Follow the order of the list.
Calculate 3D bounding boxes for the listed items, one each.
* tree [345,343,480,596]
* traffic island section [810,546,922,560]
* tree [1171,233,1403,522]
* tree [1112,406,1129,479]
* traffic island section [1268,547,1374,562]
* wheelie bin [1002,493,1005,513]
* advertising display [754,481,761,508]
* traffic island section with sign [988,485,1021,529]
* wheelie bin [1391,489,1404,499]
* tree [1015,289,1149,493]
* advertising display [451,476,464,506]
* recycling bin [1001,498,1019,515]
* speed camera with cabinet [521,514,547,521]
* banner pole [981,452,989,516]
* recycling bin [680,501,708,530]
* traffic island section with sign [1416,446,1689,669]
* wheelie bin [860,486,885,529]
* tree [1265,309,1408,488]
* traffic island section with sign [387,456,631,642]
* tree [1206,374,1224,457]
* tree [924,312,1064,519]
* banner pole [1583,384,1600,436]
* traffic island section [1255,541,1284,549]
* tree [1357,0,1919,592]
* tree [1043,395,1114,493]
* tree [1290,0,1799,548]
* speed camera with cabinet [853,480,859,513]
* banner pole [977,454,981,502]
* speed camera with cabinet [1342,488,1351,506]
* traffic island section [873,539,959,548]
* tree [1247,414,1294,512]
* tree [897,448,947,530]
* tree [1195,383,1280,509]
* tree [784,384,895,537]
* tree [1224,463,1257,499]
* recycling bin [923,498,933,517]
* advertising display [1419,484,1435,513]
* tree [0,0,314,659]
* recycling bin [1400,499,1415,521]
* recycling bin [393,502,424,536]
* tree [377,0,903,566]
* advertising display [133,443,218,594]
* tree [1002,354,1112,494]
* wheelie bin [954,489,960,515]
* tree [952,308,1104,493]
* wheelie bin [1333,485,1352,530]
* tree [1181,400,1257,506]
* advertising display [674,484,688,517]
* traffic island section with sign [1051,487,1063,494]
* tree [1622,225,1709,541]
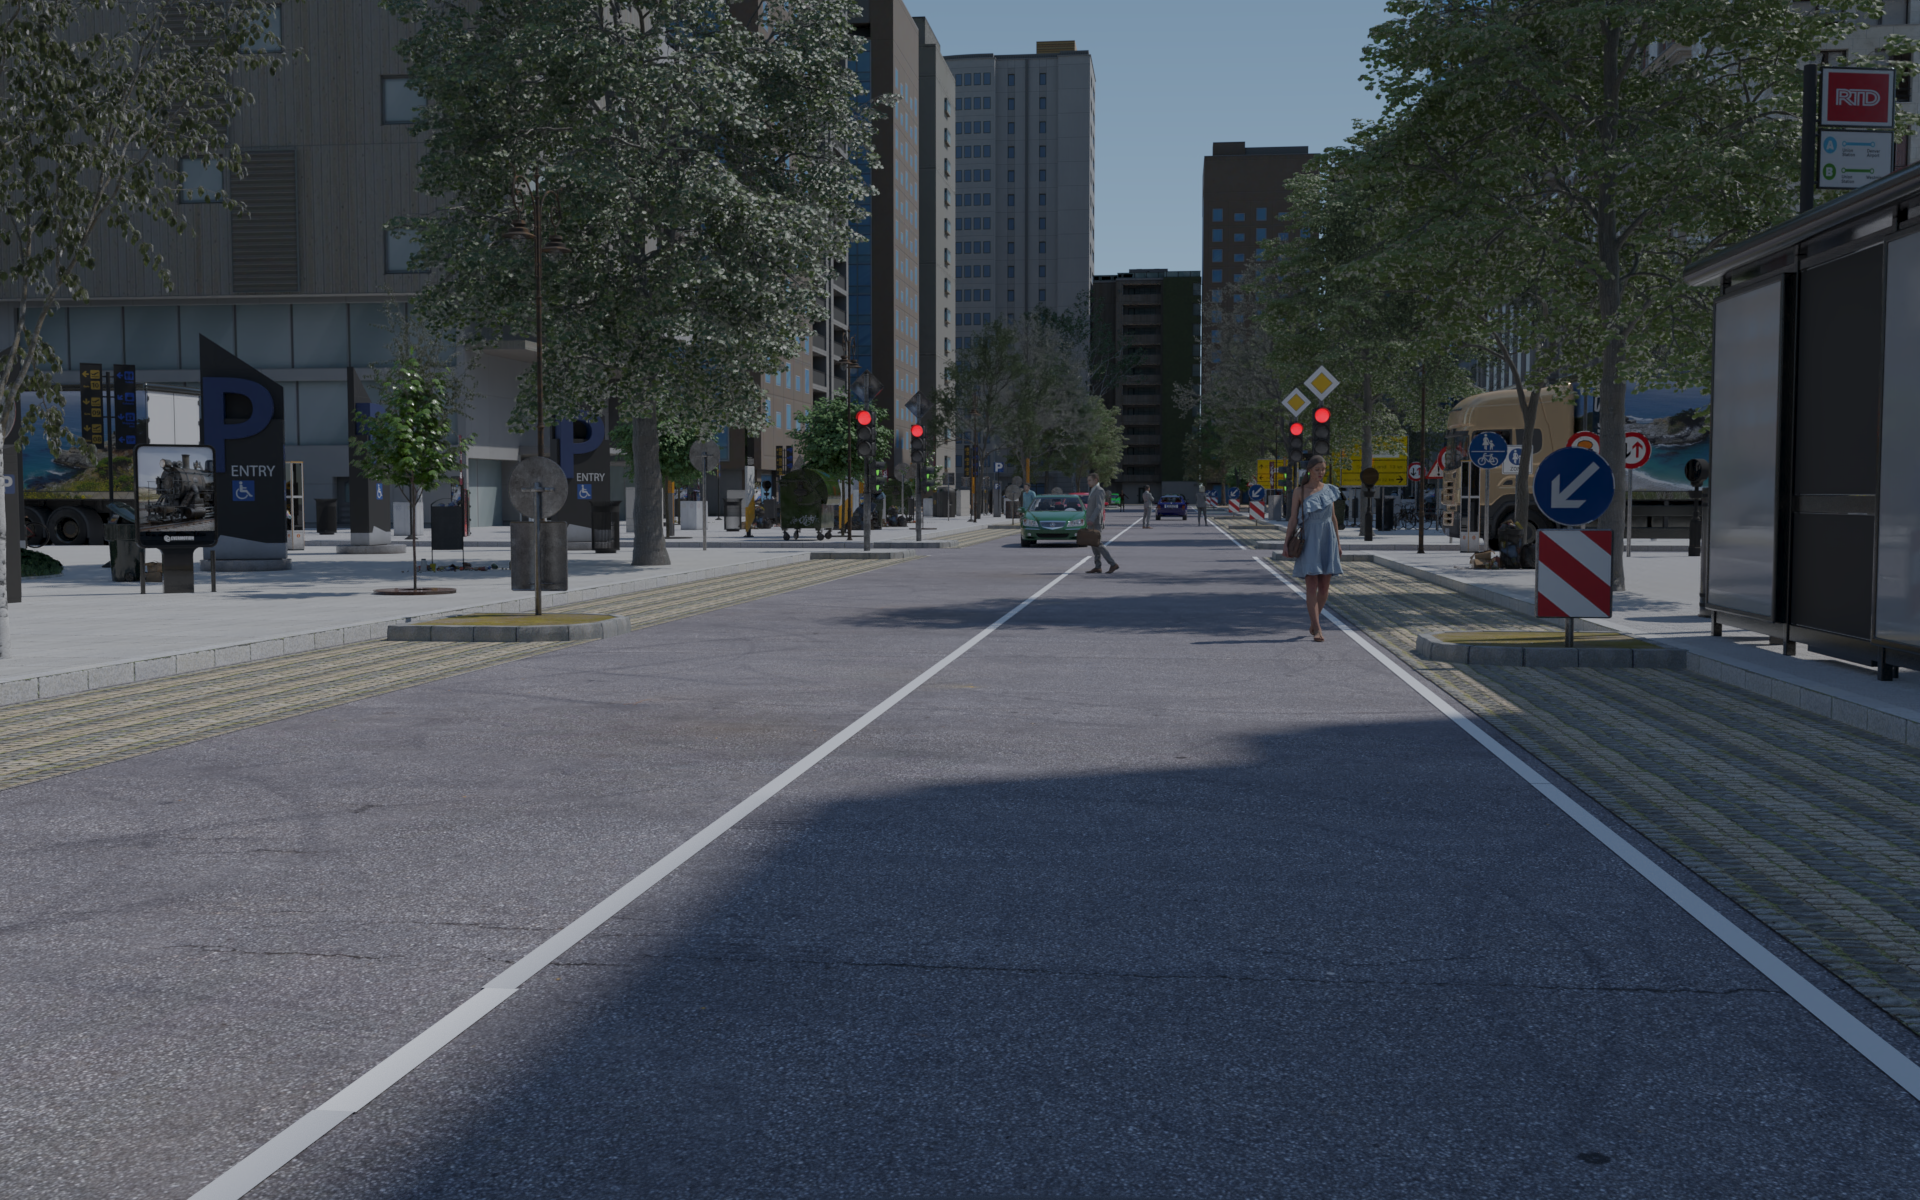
[{"bbox_3d":[-6.955,-1.700,22.394,1.663,3.219,1.824,0,3,0],"label":"tree"},{"bbox_3d":[-2.124,-1.032,39.162,2.009,0.180,2.903,0,4,7],"label":"traffic island section"},{"bbox_3d":[15.495,-10.432,80.927,12.009,13.543,11.850,0,3,0],"label":"tree"},{"bbox_3d":[15.600,-17.178,198.983,7.486,12.596,7.792,0,3,0],"label":"tree"},{"bbox_3d":[7.890,-0.956,37.918,2.009,0.180,2.903,0,4,7],"label":"traffic island section"},{"bbox_3d":[3.203,-6.464,113.591,0.693,1.594,0.980,2,4,29],"label":"wheelie bin"},{"bbox_3d":[-10.280,-5.018,87.260,0.123,1.923,0.974,1,4,20],"label":"advertising display"},{"bbox_3d":[2.224,-3.843,71.466,1.989,1.847,2.006,0,4,7],"label":"traffic island section with sign"},{"bbox_3d":[25.858,-5.785,102.494,0.693,1.594,0.980,1,4,20],"label":"wheelie bin"},{"bbox_3d":[11.642,-18.468,157.839,12.611,20.169,13.585,0,3,0],"label":"tree"},{"bbox_3d":[-18.046,-3.486,62.210,0.123,1.923,0.974,-3,4,-37],"label":"advertising display"},{"bbox_3d":[3.078,-5.597,104.071,0.722,1.027,0.722,1,4,19],"label":"recycling bin"},{"bbox_3d":[-14.270,-3.936,58.687,0.660,3.252,2.038,-3,4,-36],"label":"speed camera with cabinet"},{"bbox_3d":[1.607,-6.940,103.480,0.401,3.779,0.863,0,4,1],"label":"banner pole"},{"bbox_3d":[-9.535,-3.031,62.108,0.722,1.027,0.722,2,4,29],"label":"recycling bin"},{"bbox_3d":[5.085,-0.400,15.172,1.989,1.847,2.006,0,4,7],"label":"traffic island section with sign"},{"bbox_3d":[-3.189,-3.432,64.025,0.980,1.594,0.693,-2,4,-30],"label":"wheelie bin"},{"bbox_3d":[13.508,-6.952,64.032,4.737,8.622,4.395,0,3,0],"label":"tree"},{"bbox_3d":[-4.456,-0.549,17.597,1.989,1.847,2.006,0,4,7],"label":"traffic island section with sign"},{"bbox_3d":[12.360,-8.203,52.252,7.486,12.596,7.792,0,3,0],"label":"tree"},{"bbox_3d":[1.211,-9.426,88.535,7.601,10.594,8.767,2,4,28],"label":"tree"},{"bbox_3d":[13.296,-2.830,36.281,0.401,3.779,0.863,-3,5,-43],"label":"banner pole"},{"bbox_3d":[8.874,-1.441,45.843,2.009,0.180,2.903,0,4,7],"label":"traffic island section"},{"bbox_3d":[8.469,-6.418,23.059,7.486,12.596,7.792,0,3,0],"label":"tree"},{"bbox_3d":[12.342,-15.631,181.324,9.928,11.665,9.643,0,3,0],"label":"tree"},{"bbox_3d":[10.217,-5.929,31.349,8.767,10.594,7.601,1,4,12],"label":"tree"},{"bbox_3d":[-4.233,-4.672,70.715,0.660,3.252,2.038,-1,4,-11],"label":"speed camera with cabinet"},{"bbox_3d":[1.218,-7.185,107.491,0.401,3.779,0.863,2,4,31],"label":"banner pole"},{"bbox_3d":[21.974,-6.316,97.595,0.660,3.252,2.038,2,4,27],"label":"speed camera with cabinet"},{"bbox_3d":[-1.140,-1.517,47.086,2.009,0.180,2.903,0,4,7],"label":"traffic island section"},{"bbox_3d":[21.948,-10.570,123.175,4.360,8.622,3.978,0,3,0],"label":"tree"},{"bbox_3d":[-1.302,-4.151,62.473,1.663,3.219,1.824,0,3,0],"label":"tree"},{"bbox_3d":[24.585,-13.900,153.015,9.928,11.665,9.643,0,3,0],"label":"tree"},{"bbox_3d":[-3.596,-4.171,51.917,4.285,4.588,4.351,0,3,0],"label":"tree"},{"bbox_3d":[27.902,-11.517,172.014,4.285,4.588,4.351,0,3,0],"label":"tree"},{"bbox_3d":[-1.657,-5.286,98.984,0.722,1.027,0.722,3,4,37],"label":"recycling bin"},{"bbox_3d":[28.672,-6.186,106.353,0.974,1.923,0.123,1,4,9],"label":"advertising display"},{"bbox_3d":[-7.275,-3.853,13.352,4.360,8.622,3.978,0,3,0],"label":"tree"},{"bbox_3d":[21.658,-4.361,83.856,0.722,1.027,0.722,0,4,1],"label":"recycling bin"},{"bbox_3d":[-16.979,-2.493,53.318,0.722,1.027,0.722,0,3,0],"label":"recycling bin"},{"bbox_3d":[-5.580,-7.591,30.766,9.857,13.997,8.962,0,3,0],"label":"tree"},{"bbox_3d":[-10.122,-1.050,22.374,0.974,1.923,0.123,-2,4,-35],"label":"advertising display"},{"bbox_3d":[7.328,-13.418,137.505,7.486,12.596,7.792,0,3,0],"label":"tree"},{"bbox_3d":[-0.264,-6.034,106.569,0.980,1.594,0.693,-3,4,-37],"label":"wheelie bin"},{"bbox_3d":[4.303,-12.488,114.547,12.009,13.543,11.850,0,3,0],"label":"tree"},{"bbox_3d":[13.361,-3.291,61.716,0.693,1.594,0.980,0,4,-7],"label":"wheelie bin"},{"bbox_3d":[28.617,-16.610,188.585,9.611,12.733,9.660,0,3,0],"label":"tree"},{"bbox_3d":[-15.685,-5.613,96.987,0.974,1.923,0.123,-3,5,-40],"label":"advertising display"},{"bbox_3d":[5.552,-5.485,98.308,1.989,1.847,2.006,0,4,7],"label":"traffic island section with sign"},{"bbox_3d":[19.111,-5.923,47.197,4.360,8.622,3.978,0,3,0],"label":"tree"}]
